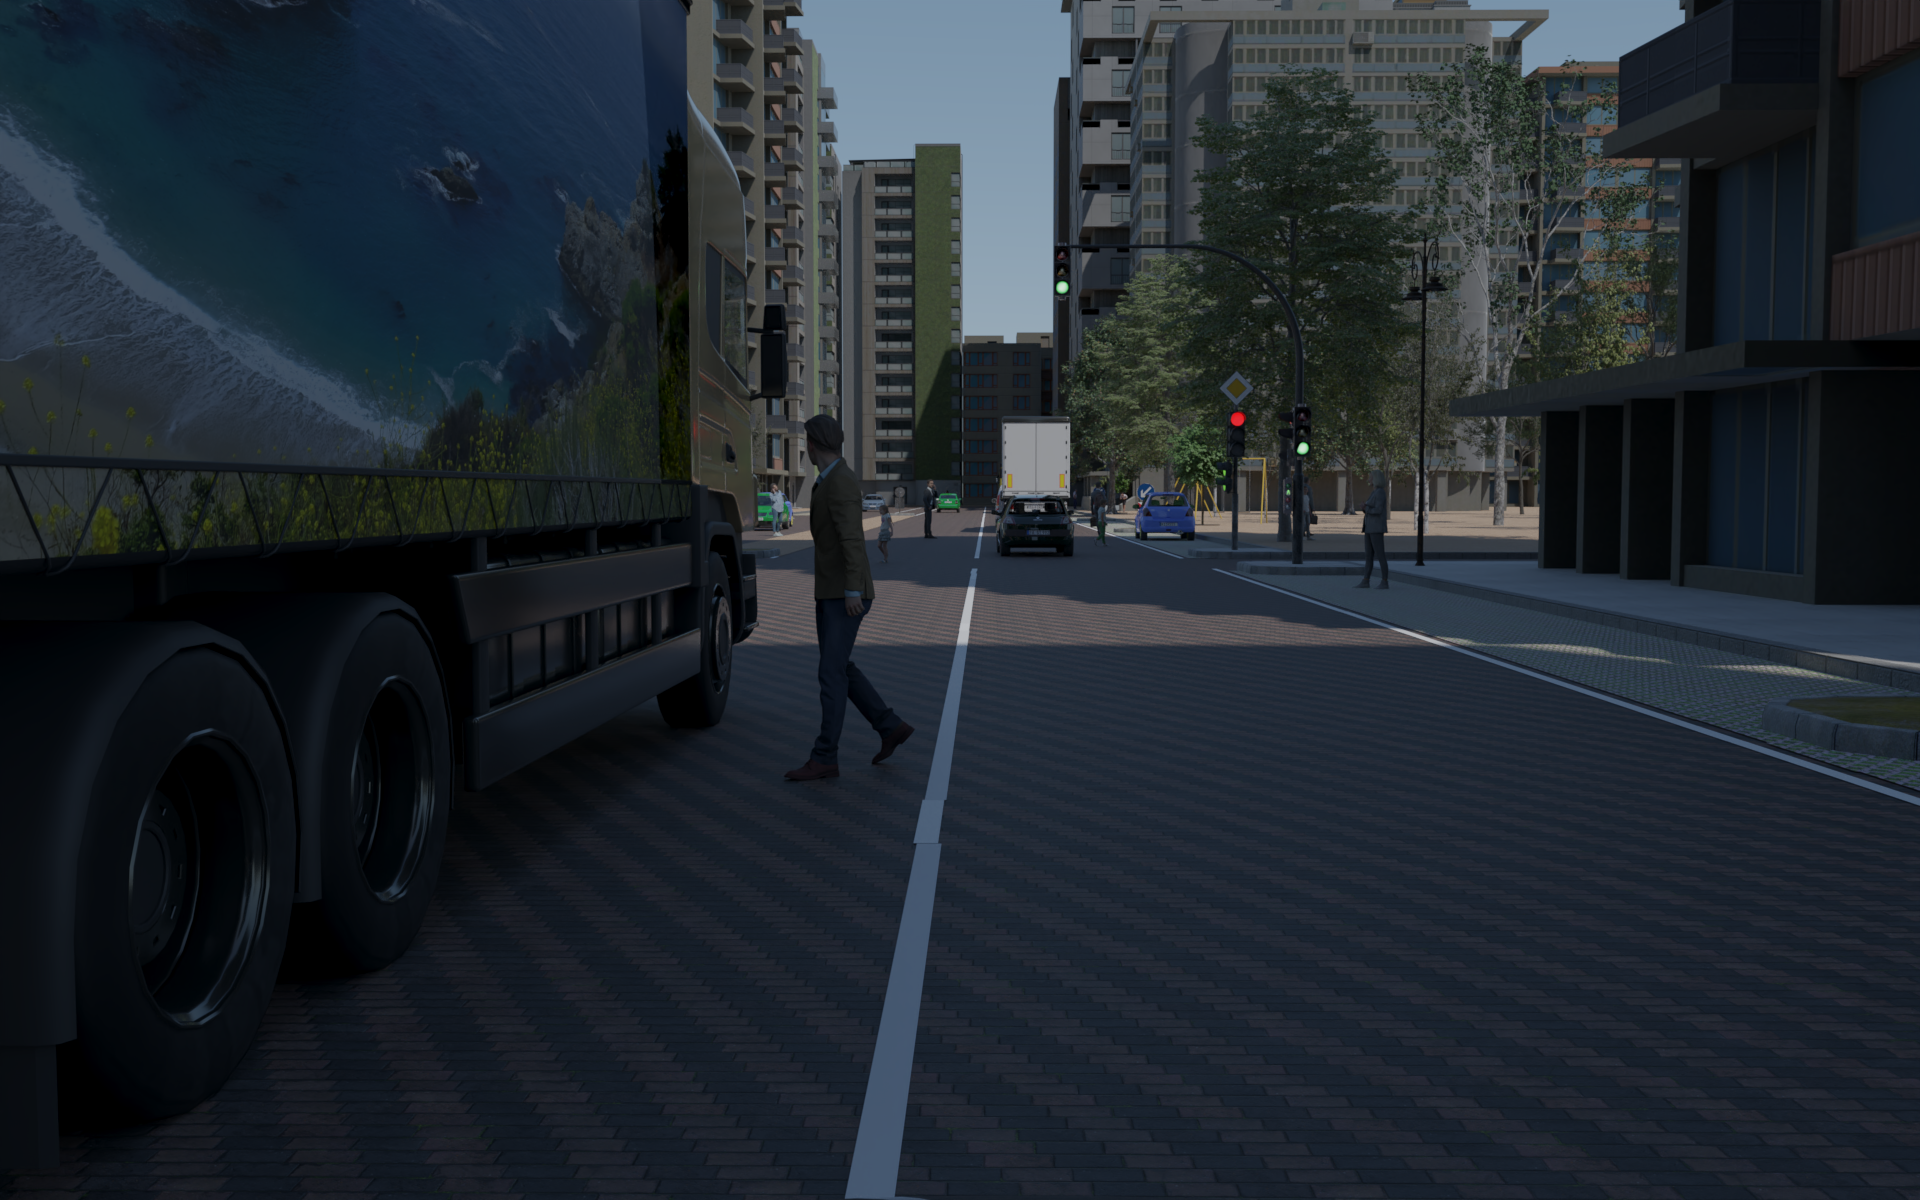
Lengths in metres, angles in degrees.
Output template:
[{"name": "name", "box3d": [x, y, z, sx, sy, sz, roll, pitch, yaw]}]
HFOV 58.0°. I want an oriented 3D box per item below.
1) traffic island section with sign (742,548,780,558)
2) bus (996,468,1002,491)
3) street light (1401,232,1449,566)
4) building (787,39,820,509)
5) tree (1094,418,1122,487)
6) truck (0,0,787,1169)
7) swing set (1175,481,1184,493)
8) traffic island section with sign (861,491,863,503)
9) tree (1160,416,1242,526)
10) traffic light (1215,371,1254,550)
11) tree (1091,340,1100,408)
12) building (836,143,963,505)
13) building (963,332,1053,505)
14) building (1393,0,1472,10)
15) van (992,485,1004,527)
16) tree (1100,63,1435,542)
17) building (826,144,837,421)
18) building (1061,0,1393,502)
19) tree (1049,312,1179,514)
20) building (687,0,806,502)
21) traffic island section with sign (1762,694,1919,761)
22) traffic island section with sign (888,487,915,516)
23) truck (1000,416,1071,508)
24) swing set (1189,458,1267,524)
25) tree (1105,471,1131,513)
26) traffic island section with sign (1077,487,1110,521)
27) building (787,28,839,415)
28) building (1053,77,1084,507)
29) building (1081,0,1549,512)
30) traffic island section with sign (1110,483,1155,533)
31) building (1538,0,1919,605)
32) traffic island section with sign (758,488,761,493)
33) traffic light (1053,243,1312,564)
[{"name": "traffic island section with sign", "box3d": [-5.227, -1.923, 39.585, 2.006, 1.907, 1.989, 0, 4, 1]}, {"name": "bus", "box3d": [4.241, -8.602, 132.195, 2.896, 3.916, 12.252, 0, 4, 1]}, {"name": "street light", "box3d": [8.227, -3.548, 30.799, 0.468, 5.910, 1.993, 0, 4, 1]}, {"name": "building", "box3d": [-19.978, -28.610, 151.362, 14.154, 41.232, 14.086, 0, 4, 1]}, {"name": "tree", "box3d": [10.725, -10.368, 119.882, 4.737, 8.622, 4.395, 0, 3, 0]}, {"name": "truck", "box3d": [-2.777, -1.124, 7.294, 2.839, 4.237, 11.283, 0, 4, 2]}, {"name": "swing set", "box3d": [12.124, -5.706, 90.907, 2.862, 2.851, 3.119, 0, 4, -2]}, {"name": "traffic island section with sign", "box3d": [-9.723, -9.792, 168.732, 1.989, 1.847, 2.006, 0, 4, 1]}, {"name": "tree", "box3d": [9.880, -5.341, 71.033, 4.285, 4.588, 4.351, 0, 3, 0]}, {"name": "traffic light", "box3d": [6.286, -3.101, 39.626, 0.839, 4.253, 0.868, 0, 4, 1]}, {"name": "tree", "box3d": [9.702, -10.061, 82.632, 7.486, 12.596, 7.792, 0, 3, 0]}, {"name": "building", "box3d": [-6.680, -31.895, 205.076, 14.086, 41.232, 14.154, 0, 4, 1]}, {"name": "building", "box3d": [14.974, -22.437, 211.887, 28.899, 21.520, 27.650, 0, 4, 1]}, {"name": "building", "box3d": [43.469, -40.659, 206.775, 28.212, 58.520, 21.231, 0, 4, 1]}, {"name": "van", "box3d": [2.398, -4.226, 76.111, 2.013, 2.044, 4.112, 0, 4, 2]}, {"name": "tree", "box3d": [8.995, -7.818, 45.947, 7.486, 12.596, 7.792, 0, 3, 0]}, {"name": "building", "box3d": [-21.340, -31.899, 205.147, 14.086, 41.232, 14.154, 0, 4, 1]}, {"name": "building", "box3d": [24.268, -35.025, 161.893, 28.713, 52.752, 27.495, 0, 4, 1]}, {"name": "tree", "box3d": [9.681, -11.736, 108.890, 9.611, 12.733, 9.660, 0, 3, 0]}, {"name": "building", "box3d": [-23.448, -29.067, 129.871, 22.147, 44.769, 28.867, 0, 4, 1]}, {"name": "traffic island section with sign", "box3d": [5.847, -0.084, 10.004, 1.989, 1.847, 2.006, 0, 4, 1]}, {"name": "traffic island section with sign", "box3d": [-4.029, -6.519, 114.714, 2.006, 1.907, 1.989, 0, 4, 1]}, {"name": "truck", "box3d": [2.928, -4.843, 68.092, 2.839, 4.237, 11.283, 0, 4, 2]}, {"name": "swing set", "box3d": [11.748, -4.773, 75.661, 3.119, 2.851, 2.862, 1, 4, 15]}, {"name": "tree", "box3d": [10.773, -7.413, 115.808, 1.663, 3.219, 1.824, 0, 3, 0]}, {"name": "traffic island section with sign", "box3d": [7.166, -5.056, 91.286, 1.989, 1.847, 2.006, 0, 4, 1]}, {"name": "building", "box3d": [-28.192, -34.232, 179.306, 30.456, 49.044, 23.786, 0, 4, 1]}, {"name": "building", "box3d": [17.000, -32.598, 183.082, 14.600, 45.320, 14.200, 0, 4, 1]}, {"name": "building", "box3d": [26.089, -27.142, 135.646, 32.217, 40.220, 23.993, 0, 4, 1]}, {"name": "traffic island section with sign", "box3d": [6.728, -3.407, 64.335, 1.989, 1.847, 2.006, 0, 4, 1]}, {"name": "building", "box3d": [19.462, -22.106, 16.066, 22.147, 44.769, 28.867, 0, 4, 1]}, {"name": "traffic island section with sign", "box3d": [-10.945, -5.115, 92.253, 1.989, 1.847, 2.006, 0, 4, 1]}, {"name": "traffic light", "box3d": [4.064, -3.478, 31.534, 4.771, 5.953, 1.251, 0, 4, 1]}]
